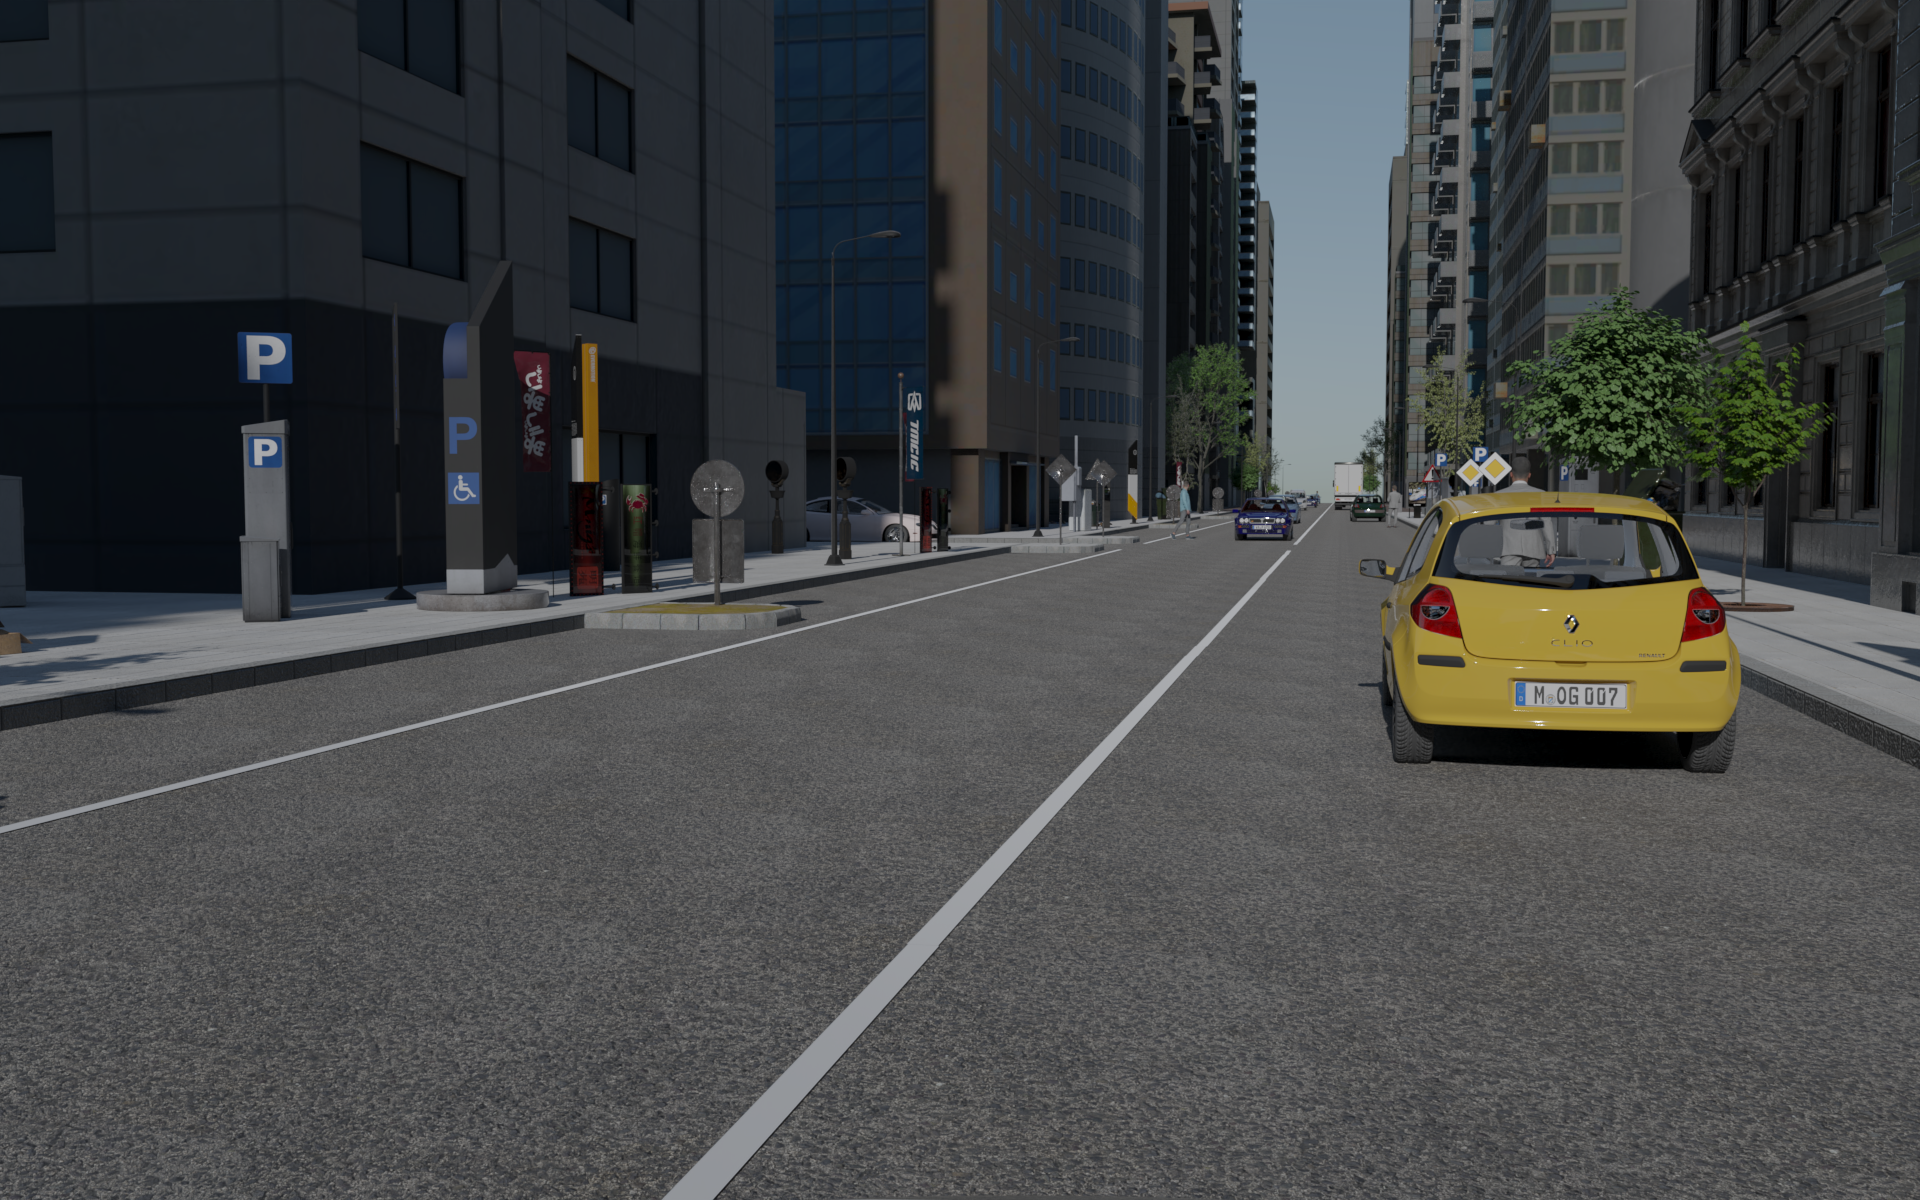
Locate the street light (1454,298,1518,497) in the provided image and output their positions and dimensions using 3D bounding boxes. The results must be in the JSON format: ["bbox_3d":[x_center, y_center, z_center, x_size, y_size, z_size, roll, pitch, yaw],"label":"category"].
[{"bbox_3d":[12.568,-4.188,41.007,1.470,5.913,1.316,1,4,12],"label":"street light"}]

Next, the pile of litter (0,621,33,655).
[{"bbox_3d":[-8.086,0.003,13.921,1.176,0.858,1.719,0,4,-5],"label":"pile of litter"}]

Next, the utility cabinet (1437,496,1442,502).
[{"bbox_3d":[22.179,-4.200,79.833,0.306,1.237,1.020,0,4,7],"label":"utility cabinet"}]

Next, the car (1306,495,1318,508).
[{"bbox_3d":[36.770,-10.400,182.612,1.945,1.354,3.894,1,4,12],"label":"car"}]

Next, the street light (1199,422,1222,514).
[{"bbox_3d":[16.134,-8.502,111.548,1.470,5.913,1.316,1,4,12],"label":"street light"}]

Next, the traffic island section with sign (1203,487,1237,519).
[{"bbox_3d":[14.970,-5.594,100.085,1.989,1.847,2.006,1,4,12],"label":"traffic island section with sign"}]

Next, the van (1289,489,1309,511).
[{"bbox_3d":[29.552,-8.846,151.635,2.013,2.044,4.112,1,4,11],"label":"van"}]

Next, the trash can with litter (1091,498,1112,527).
[{"bbox_3d":[5.424,-3.468,68.086,1.055,1.170,0.624,-1,4,-19],"label":"trash can with litter"}]

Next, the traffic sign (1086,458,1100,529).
[{"bbox_3d":[5.011,-3.867,63.233,0.884,2.594,0.081,1,4,13],"label":"traffic sign"}]

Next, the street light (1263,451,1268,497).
[{"bbox_3d":[32.543,-13.108,186.854,1.470,5.913,1.316,1,4,12],"label":"street light"}]

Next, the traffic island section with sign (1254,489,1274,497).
[{"bbox_3d":[25.534,-8.525,148.015,1.989,1.847,2.006,1,4,12],"label":"traffic island section with sign"}]

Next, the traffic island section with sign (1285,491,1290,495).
[{"bbox_3d":[49.286,-15.119,255.826,1.989,1.847,2.006,1,4,12],"label":"traffic island section with sign"}]

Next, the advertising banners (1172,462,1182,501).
[{"bbox_3d":[11.288,-5.904,92.725,0.090,3.025,2.074,3,5,42],"label":"advertising banners"}]

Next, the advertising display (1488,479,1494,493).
[{"bbox_3d":[20.783,-3.822,67.703,0.123,1.923,0.974,0,4,5],"label":"advertising display"}]

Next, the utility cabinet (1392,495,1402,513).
[{"bbox_3d":[30.320,-6.664,120.124,0.306,1.237,1.020,3,4,38],"label":"utility cabinet"}]

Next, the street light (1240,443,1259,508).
[{"bbox_3d":[26.012,-11.248,156.452,1.470,5.913,1.316,1,4,12],"label":"street light"}]

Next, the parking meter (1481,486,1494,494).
[{"bbox_3d":[16.033,-2.710,52.715,0.372,1.533,0.369,0,3,0],"label":"parking meter"}]

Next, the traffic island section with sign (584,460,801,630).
[{"bbox_3d":[-2.856,-0.649,19.238,1.989,1.847,2.006,1,4,12],"label":"traffic island section with sign"}]

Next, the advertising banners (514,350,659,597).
[{"bbox_3d":[-4.682,-1.564,21.765,2.074,3.025,0.090,-3,5,-45],"label":"advertising banners"}]

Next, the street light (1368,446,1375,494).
[{"bbox_3d":[40.128,-11.834,166.027,1.470,5.913,1.316,1,4,12],"label":"street light"}]

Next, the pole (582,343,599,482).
[{"bbox_3d":[-5.027,-1.821,23.612,0.158,3.312,0.155,0,3,0],"label":"pole"}]

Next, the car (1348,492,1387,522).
[{"bbox_3d":[21.244,-4.919,90.207,2.009,1.686,4.222,1,4,10],"label":"car"}]

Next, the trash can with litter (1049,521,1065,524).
[{"bbox_3d":[3.853,-3.884,74.556,2.233,1.210,1.678,2,4,31],"label":"trash can with litter"}]

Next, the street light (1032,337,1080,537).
[{"bbox_3d":[2.866,-4.837,51.619,1.470,5.913,1.316,1,4,12],"label":"street light"}]

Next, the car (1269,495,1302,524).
[{"bbox_3d":[15.663,-4.427,84.388,2.014,1.417,4.499,1,4,14],"label":"car"}]

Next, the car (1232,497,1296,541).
[{"bbox_3d":[9.551,-2.552,54.311,1.945,1.354,3.894,1,4,12],"label":"car"}]

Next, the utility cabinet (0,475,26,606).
[{"bbox_3d":[-10.959,-0.692,19.985,0.318,1.500,1.173,-2,4,-29],"label":"utility cabinet"}]

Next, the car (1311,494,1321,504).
[{"bbox_3d":[53.967,-15.383,263.506,2.014,1.417,4.499,1,4,12],"label":"car"}]

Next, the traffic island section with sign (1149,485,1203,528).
[{"bbox_3d":[9.093,-3.962,73.413,1.989,1.847,2.006,1,4,12],"label":"traffic island section with sign"}]

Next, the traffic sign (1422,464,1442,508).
[{"bbox_3d":[20.645,-4.631,75.724,0.884,2.594,0.081,1,4,18],"label":"traffic sign"}]

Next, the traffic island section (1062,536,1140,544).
[{"bbox_3d":[4.229,-1.780,51.390,2.009,0.180,2.903,1,4,12],"label":"traffic island section"}]

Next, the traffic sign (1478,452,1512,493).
[{"bbox_3d":[12.730,-2.301,41.265,0.795,2.450,0.064,1,4,12],"label":"traffic sign"}]

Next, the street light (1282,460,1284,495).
[{"bbox_3d":[43.744,-16.203,237.463,1.470,5.913,1.316,1,4,12],"label":"street light"}]

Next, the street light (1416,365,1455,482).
[{"bbox_3d":[17.274,-5.483,62.186,1.470,5.913,1.316,1,4,12],"label":"street light"}]

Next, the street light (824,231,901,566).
[{"bbox_3d":[-1.728,-3.564,30.818,1.470,5.913,1.316,1,4,12],"label":"street light"}]

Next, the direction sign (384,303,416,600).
[{"bbox_3d":[-6.820,-1.774,21.001,0.379,3.537,0.876,-1,4,-20],"label":"direction sign"}]

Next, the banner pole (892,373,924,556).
[{"bbox_3d":[-1.047,-2.790,35.641,0.863,3.779,0.401,3,5,42],"label":"banner pole"}]

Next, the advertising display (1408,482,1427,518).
[{"bbox_3d":[24.171,-5.277,91.496,0.974,1.923,0.123,2,4,33],"label":"advertising display"}]

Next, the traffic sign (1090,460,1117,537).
[{"bbox_3d":[4.254,-2.916,51.323,0.795,2.450,0.064,1,4,12],"label":"traffic sign"}]

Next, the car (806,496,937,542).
[{"bbox_3d":[-2.950,-2.155,47.600,4.827,1.381,2.083,1,4,12],"label":"car"}]

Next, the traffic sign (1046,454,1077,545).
[{"bbox_3d":[2.535,-2.439,43.525,0.795,2.450,0.064,1,4,12],"label":"traffic sign"}]

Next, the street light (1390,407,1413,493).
[{"bbox_3d":[23.871,-7.336,92.482,1.470,5.913,1.316,1,4,12],"label":"street light"}]

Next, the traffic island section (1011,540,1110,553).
[{"bbox_3d":[2.510,-1.303,43.592,2.009,0.180,2.903,1,4,12],"label":"traffic island section"}]

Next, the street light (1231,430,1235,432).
[{"bbox_3d":[19.280,-9.400,126.228,1.470,5.913,1.316,1,4,12],"label":"street light"}]

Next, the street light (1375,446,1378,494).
[{"bbox_3d":[33.421,-9.974,135.623,1.470,5.913,1.316,1,4,12],"label":"street light"}]

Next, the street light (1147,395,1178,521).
[{"bbox_3d":[9.529,-6.669,81.577,1.470,5.913,1.316,1,4,12],"label":"street light"}]

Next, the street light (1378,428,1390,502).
[{"bbox_3d":[30.517,-9.168,122.444,1.470,5.913,1.316,1,4,12],"label":"street light"}]

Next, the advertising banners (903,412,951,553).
[{"bbox_3d":[-0.732,-2.545,37.804,0.090,3.025,2.074,2,4,29],"label":"advertising banners"}]

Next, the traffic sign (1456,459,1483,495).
[{"bbox_3d":[14.449,-2.778,49.063,0.795,2.450,0.064,1,4,12],"label":"traffic sign"}]

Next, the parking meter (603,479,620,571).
[{"bbox_3d":[-5.854,-1.249,28.837,0.372,1.533,0.369,0,3,0],"label":"parking meter"}]

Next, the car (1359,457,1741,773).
[{"bbox_3d":[3.440,-0.013,10.441,2.015,1.641,3.980,1,4,12],"label":"car"}]
